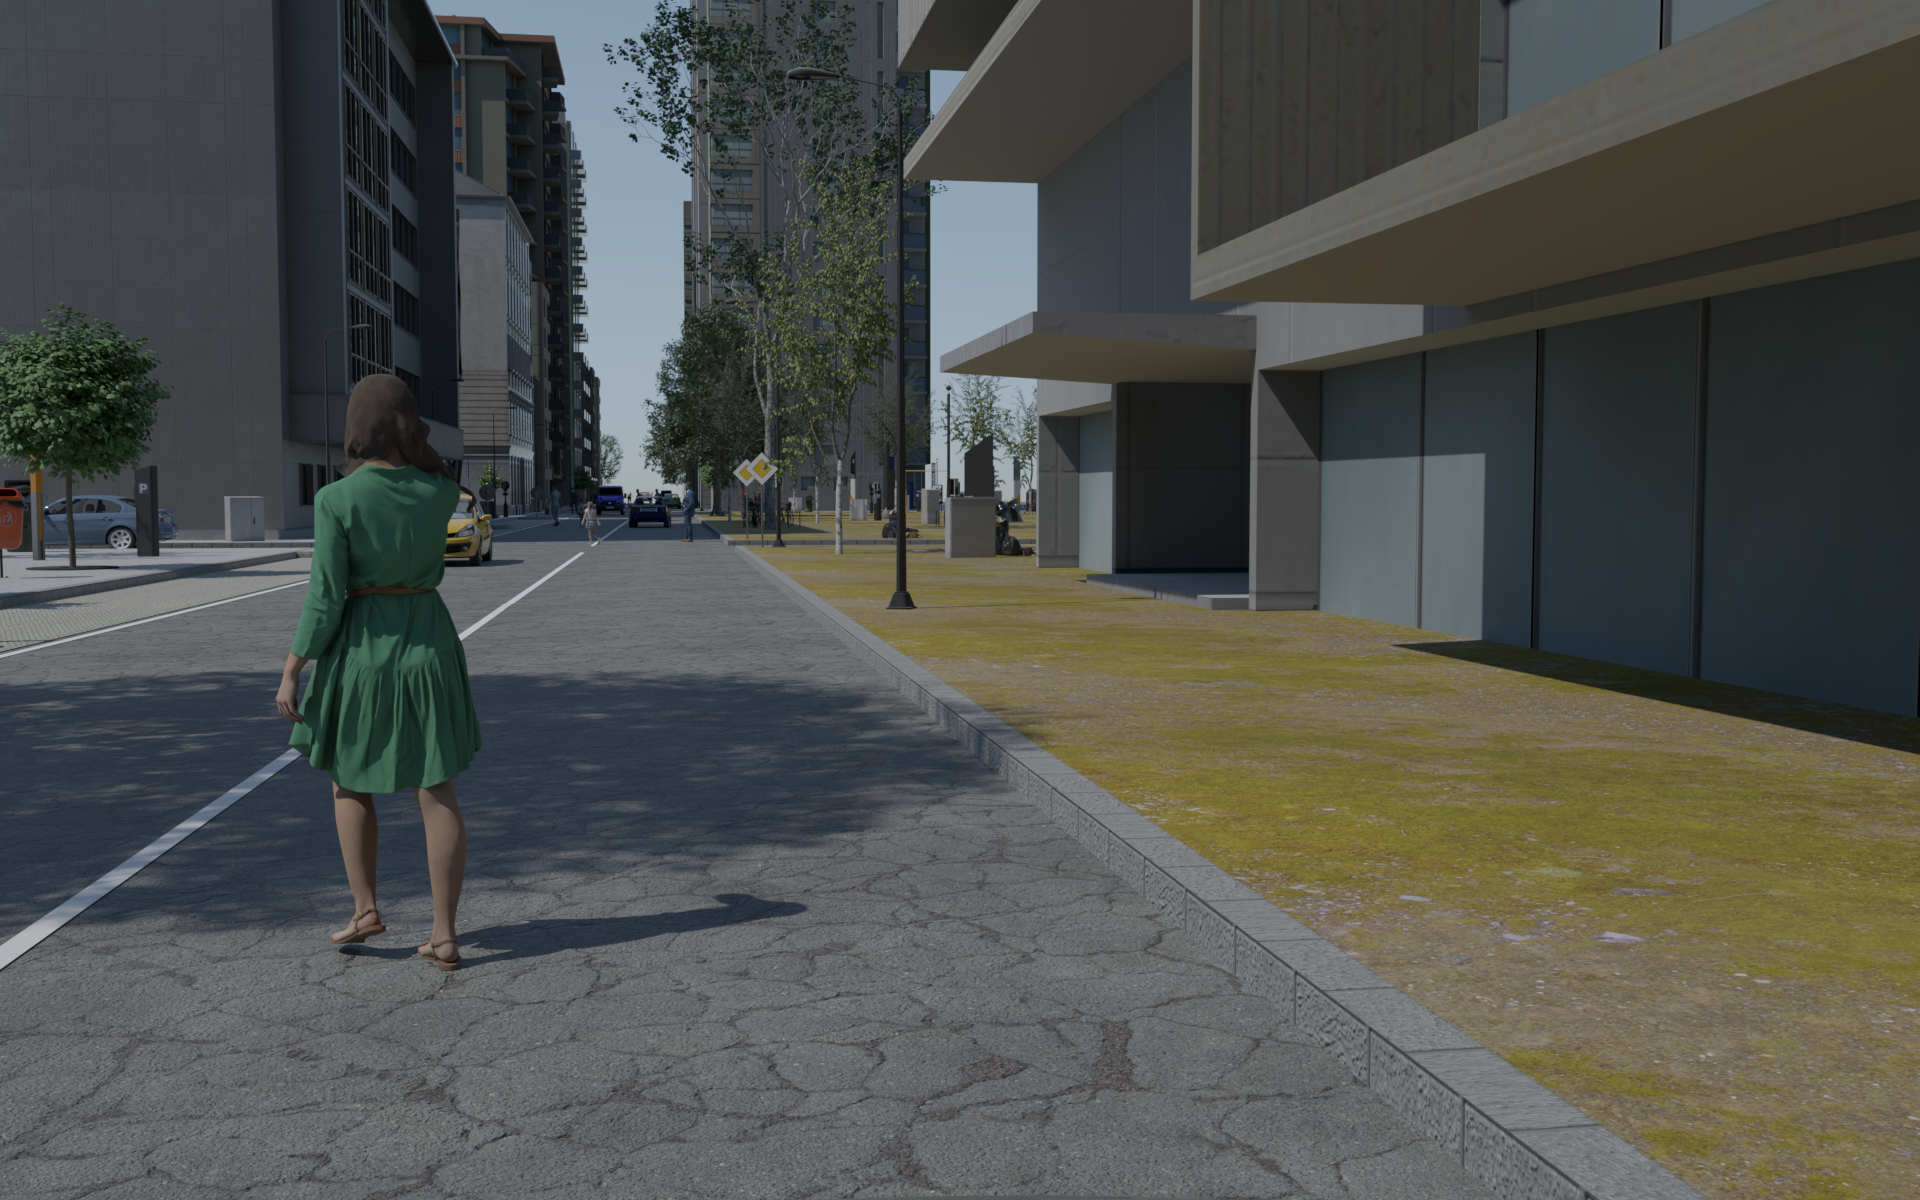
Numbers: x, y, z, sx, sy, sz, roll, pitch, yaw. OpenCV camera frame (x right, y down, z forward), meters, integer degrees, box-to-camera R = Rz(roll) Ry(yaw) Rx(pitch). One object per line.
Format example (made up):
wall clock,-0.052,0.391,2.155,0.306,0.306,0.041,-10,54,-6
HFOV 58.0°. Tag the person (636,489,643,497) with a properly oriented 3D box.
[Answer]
person,-21.831,-6.661,117.762,0.721,1.781,0.623,-2,4,-32

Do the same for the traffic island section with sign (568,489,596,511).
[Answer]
traffic island section with sign,-32.054,-8.422,146.331,1.989,1.847,2.006,-1,4,-10

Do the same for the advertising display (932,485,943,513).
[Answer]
advertising display,-1.532,-6.889,117.853,0.123,1.923,0.974,-3,5,-42

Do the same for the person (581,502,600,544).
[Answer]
person,-10.512,-2.188,49.293,0.505,1.210,0.382,-3,5,-43

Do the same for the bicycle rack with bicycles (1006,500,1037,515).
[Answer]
bicycle rack with bicycles,3.320,-5.794,108.119,2.852,0.926,2.925,-2,4,-35

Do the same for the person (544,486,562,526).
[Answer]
person,-18.251,-4.241,77.955,0.853,1.813,0.709,2,4,32

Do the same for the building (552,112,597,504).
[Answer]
building,-58.260,-36.553,217.243,23.786,49.044,30.456,-1,4,-10

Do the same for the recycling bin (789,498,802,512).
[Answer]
recycling bin,-11.795,-6.818,124.033,0.722,1.027,0.722,1,4,20

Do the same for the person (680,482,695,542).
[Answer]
person,-8.126,-2.639,51.833,0.419,1.800,0.721,-1,4,-21

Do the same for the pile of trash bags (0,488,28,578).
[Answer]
pile of trash bags,-15.571,-0.956,25.378,3.447,1.369,1.912,-3,5,-41

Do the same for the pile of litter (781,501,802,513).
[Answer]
pile of litter,-11.456,-6.314,117.195,1.719,0.858,1.176,-1,4,-14

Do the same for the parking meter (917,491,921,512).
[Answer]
parking meter,-2.962,-7.184,125.861,0.372,1.533,0.369,0,3,0

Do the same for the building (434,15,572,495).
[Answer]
building,-48.322,-31.031,161.985,22.147,44.769,28.867,-1,4,-10

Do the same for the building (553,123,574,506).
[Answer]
building,-48.929,-30.634,184.464,14.154,41.232,14.086,-1,4,-10

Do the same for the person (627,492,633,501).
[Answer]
person,-50.290,-15.577,263.898,0.721,1.735,1.217,2,4,32

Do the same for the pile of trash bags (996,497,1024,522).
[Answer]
pile of trash bags,1.379,-4.332,80.572,1.912,1.369,3.447,-3,5,-40

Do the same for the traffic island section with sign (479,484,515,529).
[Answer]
traffic island section with sign,-19.222,-3.788,70.561,1.989,1.847,2.006,-1,4,-10

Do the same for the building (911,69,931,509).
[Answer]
building,-13.366,-37.613,156.966,21.231,58.520,28.212,-1,4,-10

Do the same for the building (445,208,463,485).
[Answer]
building,-33.355,-13.300,84.902,16.820,18.784,16.811,-1,4,-10

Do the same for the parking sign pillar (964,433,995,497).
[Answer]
parking sign pillar,0.861,-5.409,76.902,1.447,3.967,1.447,1,4,14

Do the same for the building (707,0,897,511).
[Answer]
building,-12.615,-27.647,135.623,14.154,41.232,14.086,-1,4,-10

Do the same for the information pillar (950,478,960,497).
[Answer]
information pillar,-0.280,-4.625,80.110,0.304,2.012,0.304,2,4,35

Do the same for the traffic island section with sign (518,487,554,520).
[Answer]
traffic island section with sign,-23.708,-5.414,97.141,1.989,1.847,2.006,-1,4,-10

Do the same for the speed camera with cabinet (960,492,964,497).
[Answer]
speed camera with cabinet,0.360,-7.209,112.197,2.038,3.252,0.660,-1,4,-22

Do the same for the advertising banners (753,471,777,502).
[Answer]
advertising banners,-13.667,-7.733,122.620,2.074,3.025,0.090,1,4,18

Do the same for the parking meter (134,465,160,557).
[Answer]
parking meter,-16.655,-1.820,35.461,0.399,1.863,0.255,0,4,4

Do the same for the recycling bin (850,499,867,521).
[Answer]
recycling bin,-4.920,-4.371,84.013,0.722,1.027,0.722,1,4,9

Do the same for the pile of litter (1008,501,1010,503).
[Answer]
pile of litter,3.227,-6.462,119.623,1.176,0.858,1.719,1,4,16

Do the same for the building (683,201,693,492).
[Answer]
building,-31.788,-34.298,244.359,14.154,41.232,14.086,-1,4,-10

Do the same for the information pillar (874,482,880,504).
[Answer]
information pillar,-5.242,-6.437,109.733,0.304,2.012,0.304,3,4,38

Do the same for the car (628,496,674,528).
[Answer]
car,-13.422,-3.824,75.106,1.945,1.354,3.894,0,4,-8

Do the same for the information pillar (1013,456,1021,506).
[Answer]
information pillar,3.482,-7.032,106.320,0.504,3.616,0.183,-2,4,-32

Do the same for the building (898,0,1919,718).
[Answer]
building,14.293,-26.250,18.431,28.713,52.752,27.495,-1,4,-10

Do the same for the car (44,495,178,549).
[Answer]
car,-22.194,-1.934,43.623,4.499,1.417,2.014,-1,4,-8

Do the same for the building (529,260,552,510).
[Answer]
building,-46.687,-17.649,133.594,27.650,21.520,28.899,-1,4,-10

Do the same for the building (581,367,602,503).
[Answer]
building,-65.885,-24.600,247.242,27.650,21.520,28.899,-1,4,-10

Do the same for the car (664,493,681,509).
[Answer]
car,-28.099,-9.770,168.539,1.959,1.807,4.718,-1,4,-11

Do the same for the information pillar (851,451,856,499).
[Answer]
information pillar,-5.794,-6.293,94.252,0.183,3.616,0.504,-2,4,-32

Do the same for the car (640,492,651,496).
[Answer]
car,-50.418,-16.409,276.963,2.281,1.827,5.304,-1,4,-11

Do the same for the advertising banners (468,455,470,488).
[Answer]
advertising banners,-21.739,-4.926,76.725,0.090,3.025,2.074,-1,4,-16

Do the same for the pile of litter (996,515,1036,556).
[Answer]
pile of litter,0.933,-1.376,36.462,1.176,0.858,1.719,-3,4,-37

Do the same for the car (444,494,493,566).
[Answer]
car,-10.615,-1.551,35.587,2.015,1.641,3.980,-1,4,-10

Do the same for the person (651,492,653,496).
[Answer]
person,-45.797,-15.150,256.925,0.721,1.743,1.217,0,4,-1

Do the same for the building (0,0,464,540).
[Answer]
building,-26.749,-14.819,61.363,14.314,24.678,30.058,-1,4,-10

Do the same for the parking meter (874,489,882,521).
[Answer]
parking meter,-3.952,-4.578,83.261,0.372,1.533,0.369,0,3,0

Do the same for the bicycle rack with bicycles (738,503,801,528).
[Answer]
bicycle rack with bicycles,-7.441,-3.280,67.005,2.852,0.926,2.925,1,4,10

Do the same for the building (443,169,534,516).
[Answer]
building,-32.407,-15.887,108.902,9.793,20.994,18.267,-1,4,-10

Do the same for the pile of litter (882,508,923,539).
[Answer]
pile of litter,-1.625,-2.234,50.497,1.176,0.858,1.719,3,4,38

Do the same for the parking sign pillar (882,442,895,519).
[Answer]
parking sign pillar,-3.678,-6.191,89.695,1.447,3.967,1.447,-1,4,-11

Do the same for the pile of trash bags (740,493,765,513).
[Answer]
pile of trash bags,-14.205,-6.715,119.543,1.912,1.369,3.447,-3,4,-37

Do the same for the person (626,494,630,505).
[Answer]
person,-44.376,-13.448,231.636,0.557,1.426,1.065,1,4,14

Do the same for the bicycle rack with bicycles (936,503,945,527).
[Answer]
bicycle rack with bicycles,0.113,-3.392,68.845,2.852,0.926,2.925,0,4,-3
